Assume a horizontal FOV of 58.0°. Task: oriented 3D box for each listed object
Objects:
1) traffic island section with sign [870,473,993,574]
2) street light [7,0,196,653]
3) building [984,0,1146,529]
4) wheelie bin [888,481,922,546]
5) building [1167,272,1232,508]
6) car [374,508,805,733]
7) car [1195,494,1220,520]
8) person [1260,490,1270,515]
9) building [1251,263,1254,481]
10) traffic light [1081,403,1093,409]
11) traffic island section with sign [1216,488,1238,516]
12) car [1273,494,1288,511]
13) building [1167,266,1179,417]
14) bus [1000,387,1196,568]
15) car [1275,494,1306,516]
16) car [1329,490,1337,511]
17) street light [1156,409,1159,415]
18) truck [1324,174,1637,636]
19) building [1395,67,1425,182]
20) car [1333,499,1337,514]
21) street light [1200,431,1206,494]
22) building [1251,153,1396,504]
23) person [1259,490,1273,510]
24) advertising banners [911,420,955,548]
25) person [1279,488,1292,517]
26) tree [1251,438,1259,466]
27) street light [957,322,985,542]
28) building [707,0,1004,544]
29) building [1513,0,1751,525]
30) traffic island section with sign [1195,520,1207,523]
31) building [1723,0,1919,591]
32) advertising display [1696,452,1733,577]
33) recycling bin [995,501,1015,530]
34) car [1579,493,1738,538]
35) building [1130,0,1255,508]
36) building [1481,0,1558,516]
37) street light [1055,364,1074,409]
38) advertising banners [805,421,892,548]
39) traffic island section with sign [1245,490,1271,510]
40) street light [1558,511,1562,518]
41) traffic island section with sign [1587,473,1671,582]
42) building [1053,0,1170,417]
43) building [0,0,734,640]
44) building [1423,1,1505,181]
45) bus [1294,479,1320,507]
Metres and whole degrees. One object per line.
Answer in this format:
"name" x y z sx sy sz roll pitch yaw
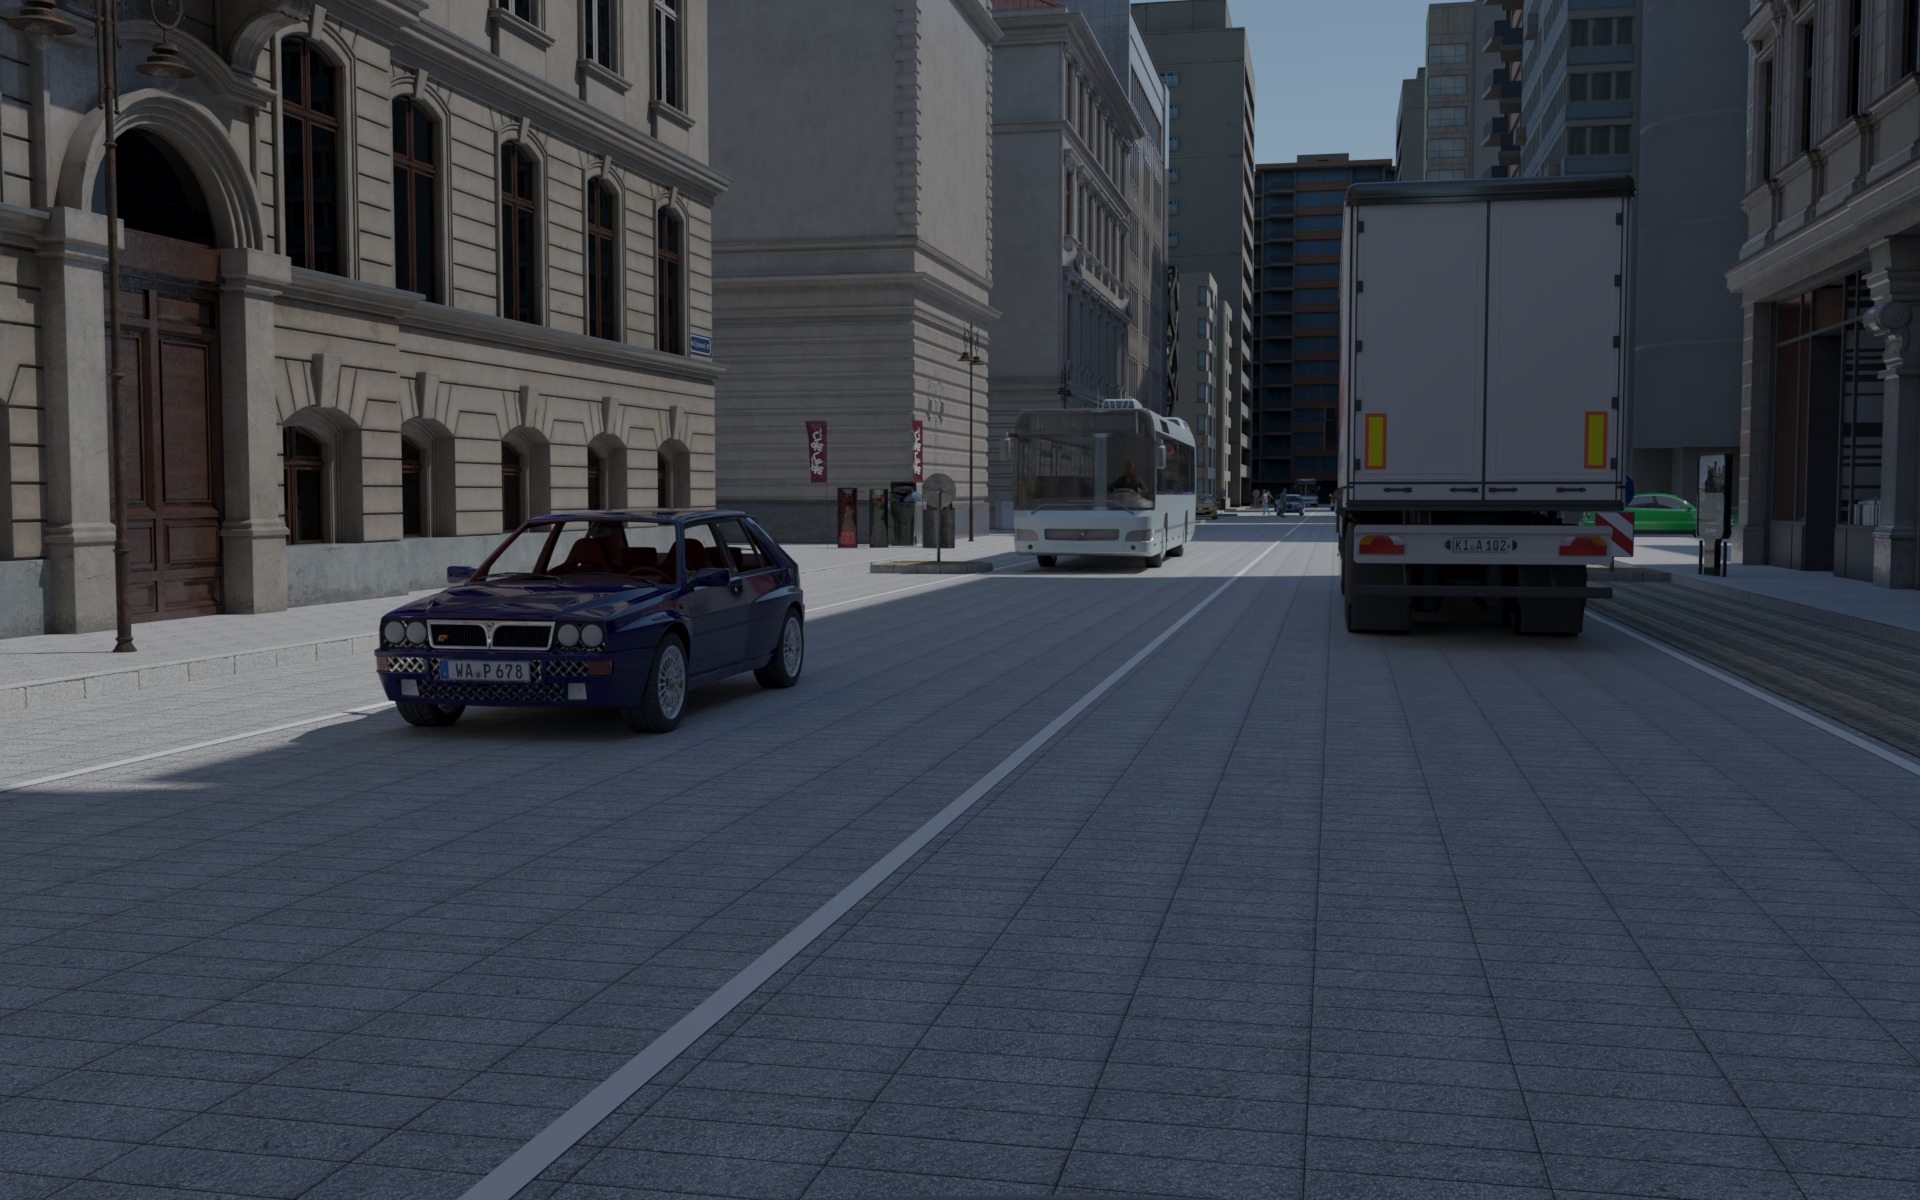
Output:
"traffic island section with sign" -0.455 -1.430 32.009 1.989 1.847 2.006 1 4 12
"street light" -6.790 -2.515 13.902 0.468 5.910 1.993 1 4 12
"building" 0.812 -14.450 72.416 11.583 22.565 21.152 1 4 12
"wheelie bin" -1.377 -2.142 42.937 0.980 1.594 0.693 0 4 4
"building" 8.987 -18.789 152.235 27.650 21.520 28.899 1 4 12
"car" -2.324 0.051 11.739 1.945 1.354 3.894 1 4 11
"car" 13.676 -5.363 97.914 2.015 1.641 3.980 1 4 11
"person" 20.840 -6.661 118.244 0.643 1.720 0.563 3 5 40
"building" 27.214 -26.398 203.308 14.107 30.474 14.160 1 4 12
"traffic light" 3.900 -3.938 53.310 0.839 4.253 0.868 1 4 12
"traffic island section with sign" 16.924 -6.316 111.901 1.989 1.847 2.006 1 4 12
"car" 26.952 -8.184 143.589 2.009 1.686 4.222 1 4 11
"building" 5.619 -15.004 112.762 16.820 18.784 16.811 1 4 12
"bus" 3.304 -2.558 36.687 2.948 3.499 13.247 1 4 11
"car" 22.161 -6.363 116.045 2.014 1.417 4.499 1 4 13
"car" 32.859 -8.563 148.670 2.281 1.827 5.304 1 4 11
"street light" 10.787 -7.458 94.727 0.468 5.910 1.993 1 4 12
"truck" 5.830 -1.957 20.903 2.839 4.237 11.283 1 4 12
"building" 59.407 -34.767 192.140 21.300 48.544 21.600 1 4 12
"car" 27.396 -6.903 122.461 1.945 1.707 3.694 1 4 11
"street light" 17.900 -9.457 127.407 0.468 5.910 1.993 1 4 12
"building" 46.352 -34.937 225.852 28.867 44.769 22.147 1 4 12
"person" 28.056 -9.183 158.660 1.348 1.823 0.705 0 4 -1
"advertising banners" -0.654 -2.785 41.725 0.090 3.025 2.074 2 4 29
"person" 20.132 -6.042 107.414 0.853 1.813 0.709 3 4 37
"tree" 31.214 -14.883 193.702 4.360 8.622 3.978 0 3 0
"street light" 0.302 -4.516 46.617 0.468 5.910 1.993 1 4 12
"building" -9.136 -13.532 50.127 19.941 23.489 11.050 1 4 12
"building" 35.348 -23.035 68.499 23.993 40.220 32.217 1 4 12
"traffic island section with sign" 11.144 -4.694 85.373 1.989 1.847 2.006 1 4 12
"building" 18.349 -10.907 29.247 10.553 20.767 40.483 1 4 12
"advertising display" 11.818 -1.342 27.159 0.123 1.923 0.974 0 4 -1
"recycling bin" 1.704 -2.992 61.474 0.722 1.027 0.722 -1 4 -19
"car" 21.642 -2.735 53.510 4.718 1.807 1.959 1 4 13
"building" 18.517 -33.786 176.097 21.300 48.544 21.600 1 4 12
"building" 43.373 -27.512 104.444 22.147 44.769 28.867 1 4 12
"street light" 3.741 -5.446 61.823 0.468 5.910 1.993 1 4 12
"advertising banners" -2.657 -2.759 41.300 2.074 3.025 0.090 0 4 3
"traffic island section with sign" 27.524 -9.297 160.628 1.989 1.847 2.006 1 4 12
"street light" 17.382 -4.725 50.034 0.468 5.910 1.993 1 4 12
"traffic island section with sign" 10.767 -1.255 29.150 1.989 1.847 2.006 1 4 12
"building" 4.232 -16.843 93.408 12.078 24.808 19.932 1 4 12
"building" -13.379 -12.160 17.900 14.460 24.649 34.723 1 4 12
"building" 46.427 -28.352 147.155 14.154 41.232 14.086 1 4 12
"bus" 40.159 -12.597 200.817 2.948 3.499 13.247 1 4 11
